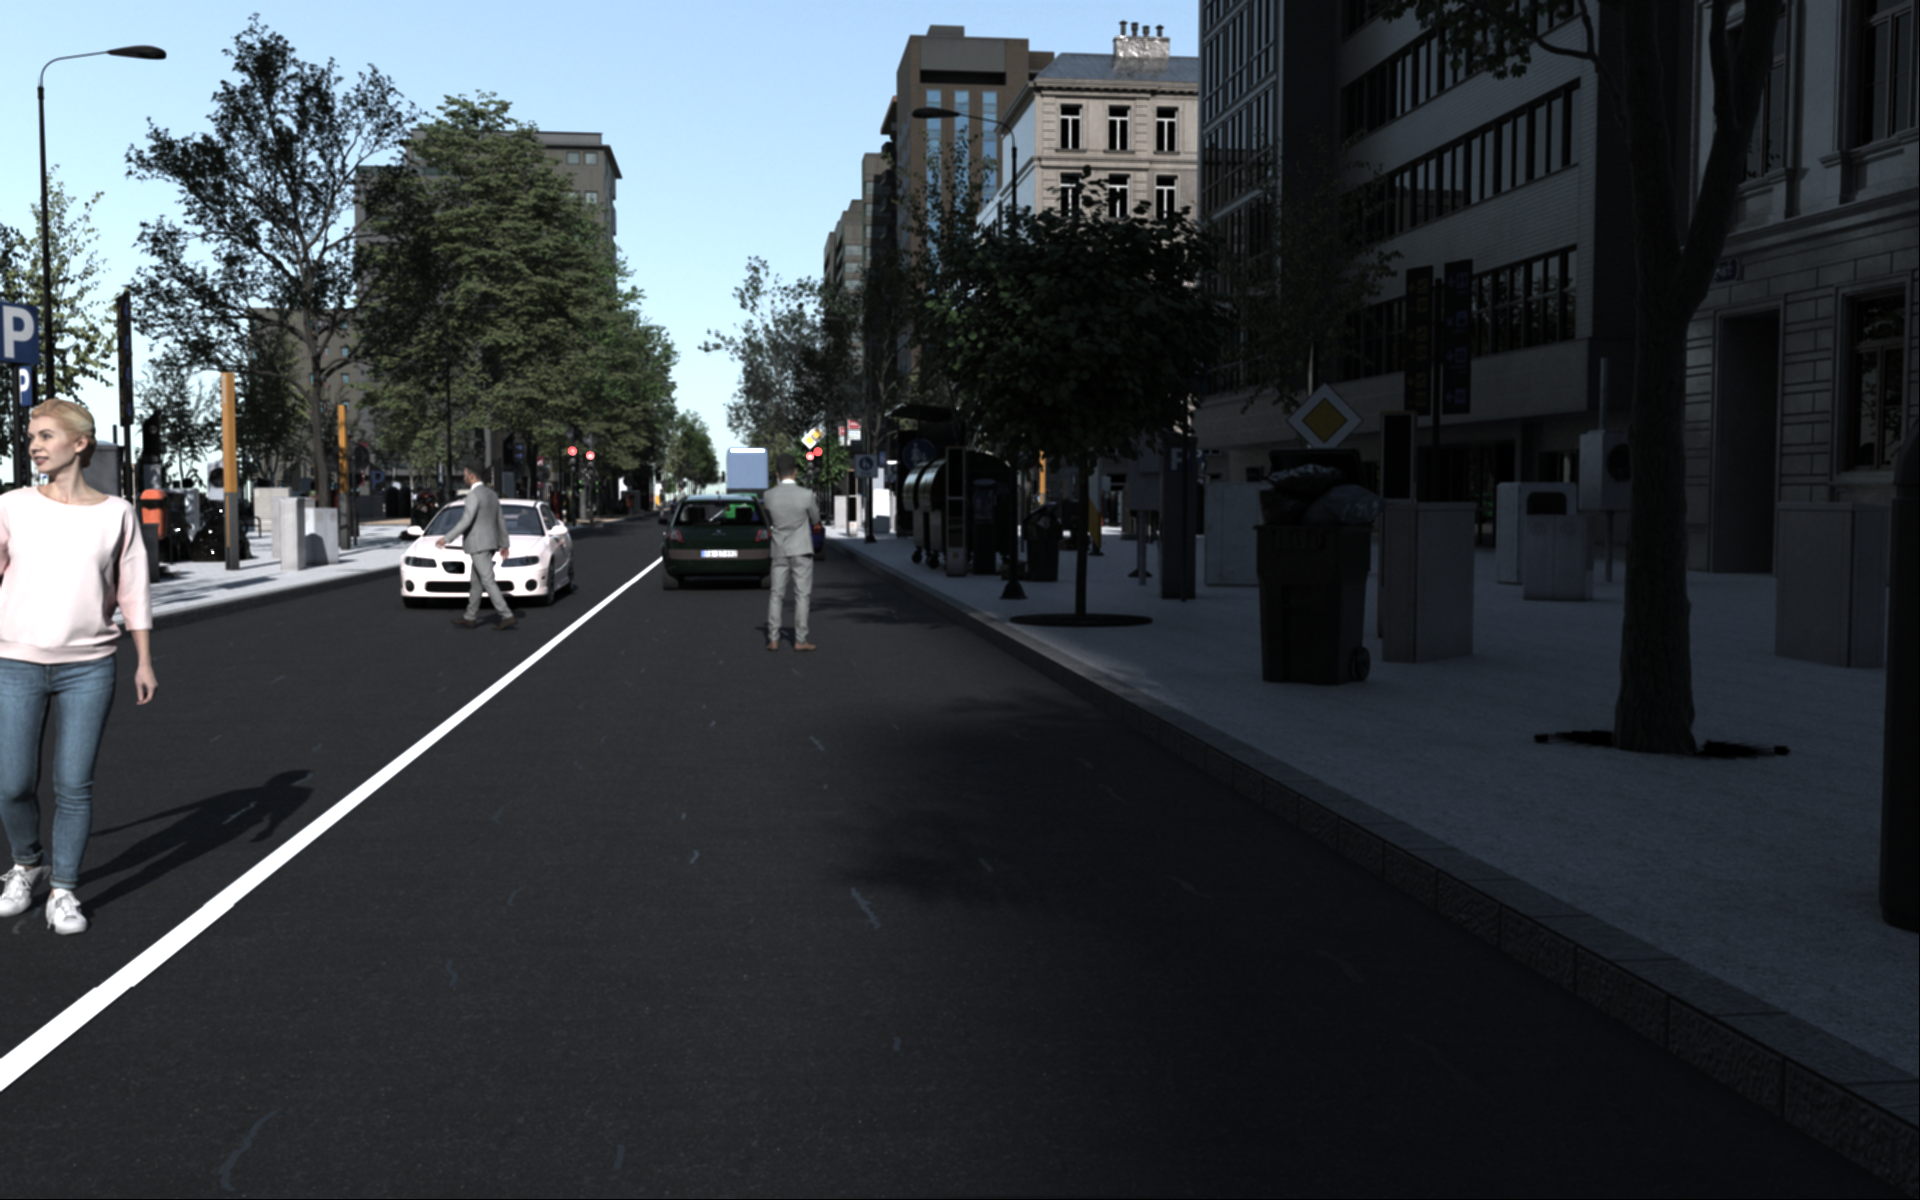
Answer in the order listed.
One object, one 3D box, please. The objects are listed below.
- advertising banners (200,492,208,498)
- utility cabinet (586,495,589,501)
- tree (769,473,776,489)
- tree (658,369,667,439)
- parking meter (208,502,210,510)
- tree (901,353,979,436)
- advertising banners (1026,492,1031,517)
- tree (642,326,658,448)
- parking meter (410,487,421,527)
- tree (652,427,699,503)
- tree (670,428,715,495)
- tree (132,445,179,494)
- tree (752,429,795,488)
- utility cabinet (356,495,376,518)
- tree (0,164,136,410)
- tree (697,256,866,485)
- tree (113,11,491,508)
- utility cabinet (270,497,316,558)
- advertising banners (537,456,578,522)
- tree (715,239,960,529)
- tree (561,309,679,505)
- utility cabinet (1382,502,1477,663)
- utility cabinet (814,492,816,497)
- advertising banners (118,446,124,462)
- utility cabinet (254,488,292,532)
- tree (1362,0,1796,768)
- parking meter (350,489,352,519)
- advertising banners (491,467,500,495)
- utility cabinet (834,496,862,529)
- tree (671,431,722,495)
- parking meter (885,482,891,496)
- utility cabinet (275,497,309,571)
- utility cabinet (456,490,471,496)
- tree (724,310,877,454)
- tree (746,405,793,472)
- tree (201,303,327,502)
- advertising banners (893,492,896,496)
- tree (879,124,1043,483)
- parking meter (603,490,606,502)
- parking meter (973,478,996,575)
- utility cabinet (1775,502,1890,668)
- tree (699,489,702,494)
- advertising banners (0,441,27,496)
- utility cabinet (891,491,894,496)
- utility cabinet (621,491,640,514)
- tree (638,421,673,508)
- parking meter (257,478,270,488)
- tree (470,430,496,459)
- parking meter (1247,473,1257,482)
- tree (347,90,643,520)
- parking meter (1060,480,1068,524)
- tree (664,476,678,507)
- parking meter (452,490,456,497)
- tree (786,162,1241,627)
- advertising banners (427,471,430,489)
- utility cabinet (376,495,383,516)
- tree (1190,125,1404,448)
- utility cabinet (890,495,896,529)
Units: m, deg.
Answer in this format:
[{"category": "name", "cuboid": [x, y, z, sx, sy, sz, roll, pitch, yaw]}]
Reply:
[{"category": "advertising banners", "cuboid": [-56.842, -8.275, 131.488, 2.074, 3.025, 0.090, 1, 4, 14]}, {"category": "utility cabinet", "cuboid": [-31.546, -8.288, 146.665, 0.306, 1.237, 1.020, -1, 4, -18]}, {"category": "tree", "cuboid": [-6.707, -6.008, 81.945, 4.285, 4.588, 4.351, 0, 3, 0]}, {"category": "tree", "cuboid": [-20.583, -11.174, 100.818, 7.486, 12.596, 7.792, 0, 3, 0]}, {"category": "parking meter", "cuboid": [-45.132, -5.872, 104.419, 0.372, 1.533, 0.369, 0, 3, 0]}, {"category": "tree", "cuboid": [-1.042, -8.741, 93.271, 4.360, 8.622, 3.978, 0, 3, 0]}, {"category": "advertising banners", "cuboid": [2.731, -5.559, 87.070, 2.074, 3.025, 0.090, 0, 4, -5]}, {"category": "tree", "cuboid": [-18.797, -10.154, 84.147, 7.486, 12.596, 7.792, 0, 3, 0]}, {"category": "parking meter", "cuboid": [-18.826, -3.153, 59.957, 0.372, 1.533, 0.369, 0, 3, 0]}, {"category": "tree", "cuboid": [-32.059, -14.700, 190.710, 4.737, 8.622, 4.395, 0, 3, 0]}, {"category": "tree", "cuboid": [-38.098, -19.001, 245.083, 7.601, 10.594, 8.767, 0, 4, -8]}, {"category": "tree", "cuboid": [-27.618, -3.919, 58.685, 1.663, 3.219, 1.824, 0, 3, 0]}, {"category": "tree", "cuboid": [-17.220, -13.036, 163.504, 4.737, 8.622, 4.395, 0, 3, 0]}, {"category": "utility cabinet", "cuboid": [-32.397, -5.071, 94.074, 0.306, 1.237, 1.020, 3, 4, 38]}, {"category": "tree", "cuboid": [-20.946, -5.433, 39.200, 4.737, 8.622, 4.395, 0, 3, 0]}, {"category": "tree", "cuboid": [-14.082, -17.284, 138.481, 12.611, 20.169, 13.585, 0, 3, 0]}, {"category": "tree", "cuboid": [-13.040, -6.120, 34.468, 7.601, 10.594, 8.767, -1, 4, -20]}, {"category": "utility cabinet", "cuboid": [-13.469, -1.460, 35.034, 0.306, 1.237, 1.020, 1, 4, 18]}, {"category": "advertising banners", "cuboid": [-18.511, -5.084, 79.316, 2.074, 3.025, 0.090, -3, 4, -37]}, {"category": "tree", "cuboid": [-3.125, -7.893, 63.467, 7.601, 10.594, 8.767, 2, 4, 31]}, {"category": "tree", "cuboid": [-22.336, -12.546, 111.782, 9.857, 13.997, 8.962, 0, 3, 0]}, {"category": "utility cabinet", "cuboid": [3.668, -0.146, 13.552, 0.306, 1.237, 1.020, 3, 5, 41]}, {"category": "utility cabinet", "cuboid": [-10.956, -7.882, 137.545, 1.173, 1.500, 0.318, 1, 4, 11]}, {"category": "advertising banners", "cuboid": [-31.200, -4.087, 63.016, 2.074, 3.025, 0.090, 1, 4, 18]}, {"category": "utility cabinet", "cuboid": [-23.206, -3.048, 58.513, 1.173, 1.500, 0.318, 0, 4, -1]}, {"category": "tree", "cuboid": [3.671, -5.058, 8.449, 9.928, 11.665, 9.643, 0, 3, 0]}, {"category": "parking meter", "cuboid": [-21.868, -3.421, 61.647, 0.399, 1.863, 0.255, -1, 4, -17]}, {"category": "advertising banners", "cuboid": [-29.847, -7.045, 111.370, 0.090, 3.025, 2.074, -2, 4, -28]}, {"category": "utility cabinet", "cuboid": [-4.165, -3.266, 64.559, 1.020, 1.237, 0.306, 0, 4, 3]}, {"category": "tree", "cuboid": [-44.297, -22.821, 290.122, 9.611, 12.733, 9.660, 0, 3, 0]}, {"category": "parking meter", "cuboid": [-3.320, -4.416, 77.918, 0.399, 1.863, 0.255, -1, 4, -17]}, {"category": "utility cabinet", "cuboid": [-11.333, -1.116, 29.407, 0.306, 1.237, 1.020, -1, 4, -14]}, {"category": "utility cabinet", "cuboid": [-25.188, -4.901, 88.810, 1.173, 1.500, 0.318, -2, 4, -29]}, {"category": "tree", "cuboid": [-10.527, -12.555, 115.638, 12.009, 13.543, 11.850, 0, 3, 0]}, {"category": "tree", "cuboid": [-23.483, -18.389, 218.793, 7.486, 12.596, 7.792, 0, 3, 0]}, {"category": "tree", "cuboid": [-25.798, -6.999, 64.791, 4.737, 8.622, 4.395, 0, 3, 0]}, {"category": "advertising banners", "cuboid": [-3.766, -6.905, 109.080, 0.090, 3.025, 2.074, 1, 4, 20]}, {"category": "tree", "cuboid": [0.184, -5.166, 34.822, 4.737, 8.622, 4.395, 0, 3, 0]}, {"category": "parking meter", "cuboid": [-24.285, -6.754, 118.833, 0.372, 1.533, 0.369, 0, 3, 0]}, {"category": "parking meter", "cuboid": [0.385, -1.168, 27.506, 0.372, 1.533, 0.369, 0, 3, 0]}, {"category": "utility cabinet", "cuboid": [6.654, -0.127, 13.243, 0.306, 1.237, 1.020, 0, 4, -4]}, {"category": "tree", "cuboid": [-44.808, -21.337, 299.225, 4.737, 8.622, 4.395, 0, 3, 0]}, {"category": "advertising banners", "cuboid": [-32.768, -3.891, 59.801, 0.090, 3.025, 2.074, 0, 4, -6]}, {"category": "utility cabinet", "cuboid": [-5.716, -7.905, 137.930, 0.318, 1.500, 1.173, 2, 4, 34]}, {"category": "utility cabinet", "cuboid": [-20.846, -6.170, 109.555, 1.173, 1.500, 0.318, 0, 4, 2]}, {"category": "tree", "cuboid": [-28.555, -12.902, 161.307, 4.360, 8.622, 3.978, 0, 3, 0]}, {"category": "parking meter", "cuboid": [-24.812, -3.429, 61.768, 0.399, 1.863, 0.255, 0, 4, 4]}, {"category": "tree", "cuboid": [-34.583, -10.338, 119.393, 4.360, 8.622, 3.978, 0, 3, 0]}, {"category": "parking meter", "cuboid": [8.013, -2.561, 47.590, 0.255, 1.863, 0.399, 0, 4, 2]}, {"category": "tree", "cuboid": [-13.318, -8.024, 49.320, 7.486, 12.596, 7.792, 0, 3, 0]}, {"category": "parking meter", "cuboid": [4.257, -3.975, 70.704, 0.255, 1.863, 0.399, -1, 4, -9]}, {"category": "tree", "cuboid": [-28.055, -10.520, 166.603, 1.663, 3.219, 1.824, 0, 3, 0]}, {"category": "parking meter", "cuboid": [-34.259, -6.643, 117.026, 0.372, 1.533, 0.369, 0, 3, 0]}, {"category": "tree", "cuboid": [1.152, -2.051, 17.243, 4.285, 4.588, 4.351, 0, 3, 0]}, {"category": "advertising banners", "cuboid": [-40.802, -8.397, 133.484, 0.090, 3.025, 2.074, 0, 4, -4]}, {"category": "utility cabinet", "cuboid": [-33.734, -5.452, 100.303, 0.306, 1.237, 1.020, 0, 4, 3]}, {"category": "tree", "cuboid": [6.684, -5.108, 33.876, 4.737, 8.622, 4.395, 0, 3, 0]}, {"category": "utility cabinet", "cuboid": [-2.693, -3.234, 64.034, 0.306, 1.237, 1.020, -3, 4, -37]}]
